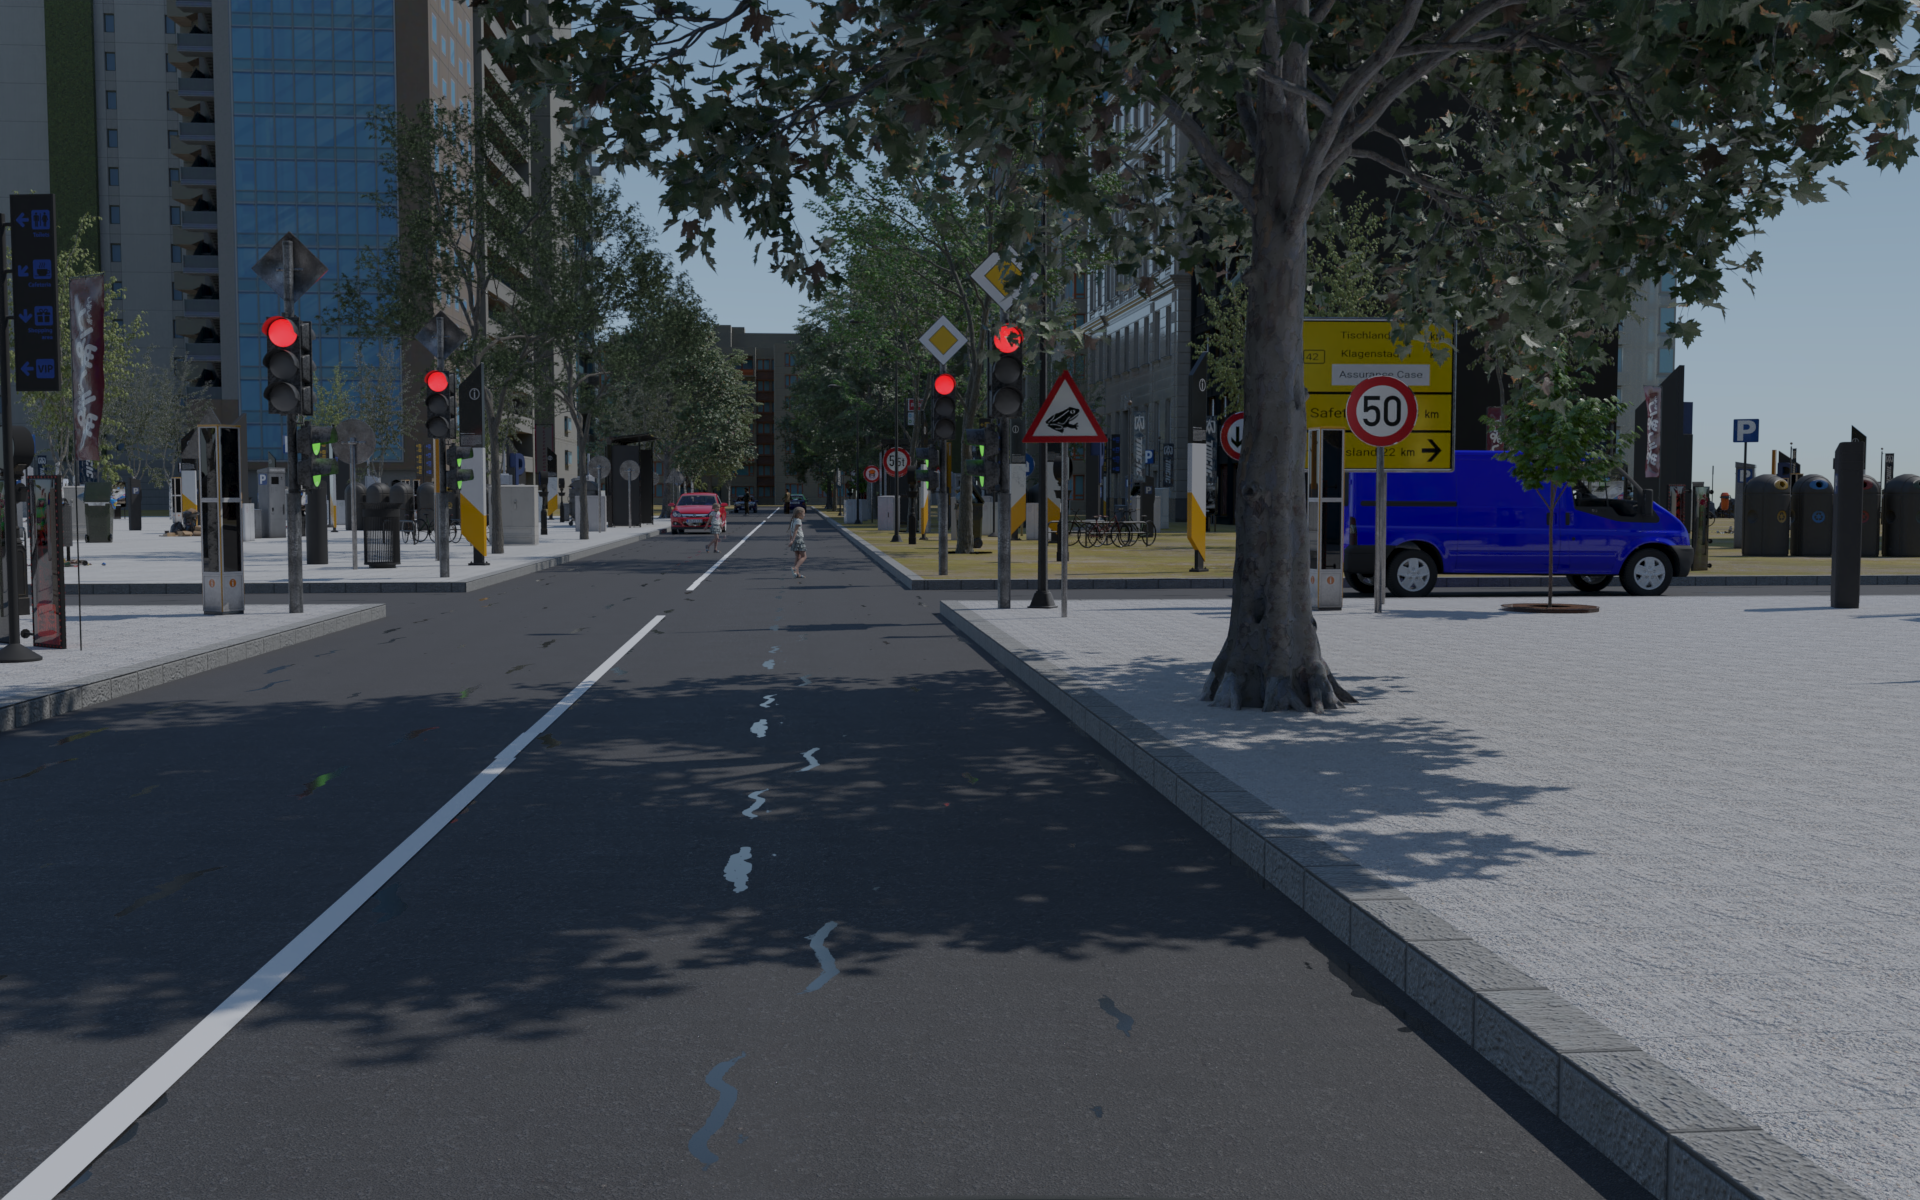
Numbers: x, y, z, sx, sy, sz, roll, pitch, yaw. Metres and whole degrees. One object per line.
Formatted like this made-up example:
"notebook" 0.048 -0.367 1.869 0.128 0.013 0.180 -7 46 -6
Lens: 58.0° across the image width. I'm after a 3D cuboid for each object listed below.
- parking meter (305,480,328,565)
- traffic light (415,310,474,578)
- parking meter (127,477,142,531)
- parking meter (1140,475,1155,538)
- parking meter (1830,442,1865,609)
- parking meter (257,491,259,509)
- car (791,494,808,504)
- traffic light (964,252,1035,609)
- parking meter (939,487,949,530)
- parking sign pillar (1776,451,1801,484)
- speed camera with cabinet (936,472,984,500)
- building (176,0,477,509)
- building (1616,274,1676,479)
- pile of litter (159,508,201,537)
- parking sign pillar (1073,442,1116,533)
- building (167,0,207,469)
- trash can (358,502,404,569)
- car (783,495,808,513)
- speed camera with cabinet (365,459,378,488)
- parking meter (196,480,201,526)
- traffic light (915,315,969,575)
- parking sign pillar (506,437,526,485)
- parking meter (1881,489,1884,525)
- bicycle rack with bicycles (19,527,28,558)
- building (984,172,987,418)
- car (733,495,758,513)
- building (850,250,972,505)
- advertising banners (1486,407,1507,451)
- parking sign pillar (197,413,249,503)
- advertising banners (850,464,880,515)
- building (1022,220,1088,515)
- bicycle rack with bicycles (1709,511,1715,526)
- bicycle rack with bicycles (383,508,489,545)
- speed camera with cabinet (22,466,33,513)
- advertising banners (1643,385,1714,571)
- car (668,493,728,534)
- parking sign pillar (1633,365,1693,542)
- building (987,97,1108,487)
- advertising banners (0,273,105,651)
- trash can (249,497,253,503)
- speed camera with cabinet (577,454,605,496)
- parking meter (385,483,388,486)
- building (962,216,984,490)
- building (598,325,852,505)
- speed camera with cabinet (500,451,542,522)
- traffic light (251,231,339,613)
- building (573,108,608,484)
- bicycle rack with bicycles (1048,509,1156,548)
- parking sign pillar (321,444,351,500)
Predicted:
"parking meter" -11.725 -1.416 31.561 0.372 1.533 0.369 0 3 0
"traffic light" -7.909 -2.300 26.528 0.839 4.253 0.868 0 4 -5
"parking meter" -28.959 -3.369 60.795 0.255 1.863 0.399 3 5 42
"parking meter" 5.523 -2.773 51.042 0.399 1.863 0.255 -1 4 -13
"parking meter" 10.008 -0.846 19.538 0.255 1.863 0.399 1 4 19
"parking meter" -34.550 -4.725 85.664 0.372 1.533 0.369 0 3 0
"car" -15.384 -9.261 163.219 2.131 1.459 4.920 0 4 -5
"traffic light" 0.477 -1.859 19.322 0.839 4.253 0.868 0 4 -5
"parking meter" -0.565 -3.259 61.692 0.372 1.533 0.369 0 3 0
"parking sign pillar" 51.074 -7.239 106.825 1.447 3.967 1.447 -3 5 -44
"speed camera with cabinet" 0.019 -4.786 72.582 2.038 3.252 0.660 -2 4 -27
"building" -38.145 -27.908 106.411 14.600 45.320 14.200 0 4 -5
"building" 48.018 -32.881 157.218 30.456 49.044 23.786 0 4 -5
"pile of litter" -23.347 -2.361 52.568 1.719 0.858 1.176 0 4 -6
"parking sign pillar" 4.433 -4.183 56.870 1.447 3.967 1.447 1 4 13
"building" -43.200 -30.612 124.200 21.300 48.544 21.600 0 4 -5
"trash can" -10.017 -1.122 30.005 0.748 1.137 0.748 0 3 0
"car" -12.660 -7.369 133.068 1.945 1.354 3.894 0 4 -4
"speed camera with cabinet" -29.533 -5.685 87.279 0.660 3.252 2.038 -2 4 -24
"parking meter" -31.050 -3.966 70.549 0.399 1.863 0.255 1 4 13
"traffic light" -0.284 -2.346 27.271 0.839 4.253 0.868 0 4 -5
"parking sign pillar" -21.166 -5.757 82.603 1.447 3.967 1.447 1 4 9
"parking meter" 38.936 -3.939 72.808 0.372 1.533 0.369 0 3 0
"bicycle rack with bicycles" -20.061 -1.308 34.771 2.852 0.926 2.925 -3 4 -38
"building" 8.964 -29.042 158.424 14.154 41.232 14.086 0 4 -5
"car" -16.387 -7.334 132.486 1.945 1.354 3.894 0 4 -6
"building" -6.057 -26.631 207.118 14.107 30.474 14.160 0 4 -5
"advertising banners" 10.071 -2.351 34.634 2.074 3.025 0.090 -1 4 -17
"parking sign pillar" -24.027 -4.189 56.968 1.447 3.967 1.447 1 4 16
"advertising banners" -5.311 -6.182 97.265 2.074 3.025 0.090 -2 4 -25
"building" 19.291 -17.029 123.456 27.650 21.520 28.899 0 4 -5
"bicycle rack with bicycles" 28.272 -3.359 68.296 2.925 0.926 2.852 3 5 40
"bicycle rack with bicycles" -13.713 -1.940 45.104 2.852 0.926 2.925 -3 5 -41
"speed camera with cabinet" -31.601 -3.854 57.341 2.038 3.252 0.660 2 4 26
"advertising banners" 11.770 -1.972 28.422 2.074 3.025 0.090 -3 4 -36
"car" -9.537 -3.318 63.289 2.155 1.783 4.494 0 4 -4
"parking sign pillar" 14.964 -2.961 36.879 1.447 3.967 1.447 -1 4 -19
"building" 9.913 -30.215 144.124 14.600 45.320 14.200 0 4 -5
"advertising banners" -7.620 -1.113 14.383 2.074 3.025 0.090 2 4 35
"trash can" -33.115 -4.189 80.145 0.748 1.137 0.748 0 3 0
"speed camera with cabinet" -17.960 -5.561 85.266 0.660 3.252 2.038 2 4 28
"parking meter" -30.881 -5.332 92.881 0.399 1.863 0.255 1 4 10
"building" 12.021 -32.171 217.872 23.993 40.220 32.217 0 4 -5
"building" -28.139 -22.469 212.411 28.899 21.520 27.650 0 4 -5
"speed camera with cabinet" -20.159 -5.188 79.162 2.038 3.252 0.660 -2 4 -26
"traffic light" -7.148 -1.814 18.579 0.839 4.253 0.868 0 4 -5
"building" -57.448 -35.884 206.309 30.456 49.044 23.786 0 4 -5
"bicycle rack with bicycles" 3.559 -1.775 42.412 2.925 0.926 2.852 -2 4 -27
"parking sign pillar" -29.770 -5.773 82.861 1.447 3.967 1.447 0 4 2
